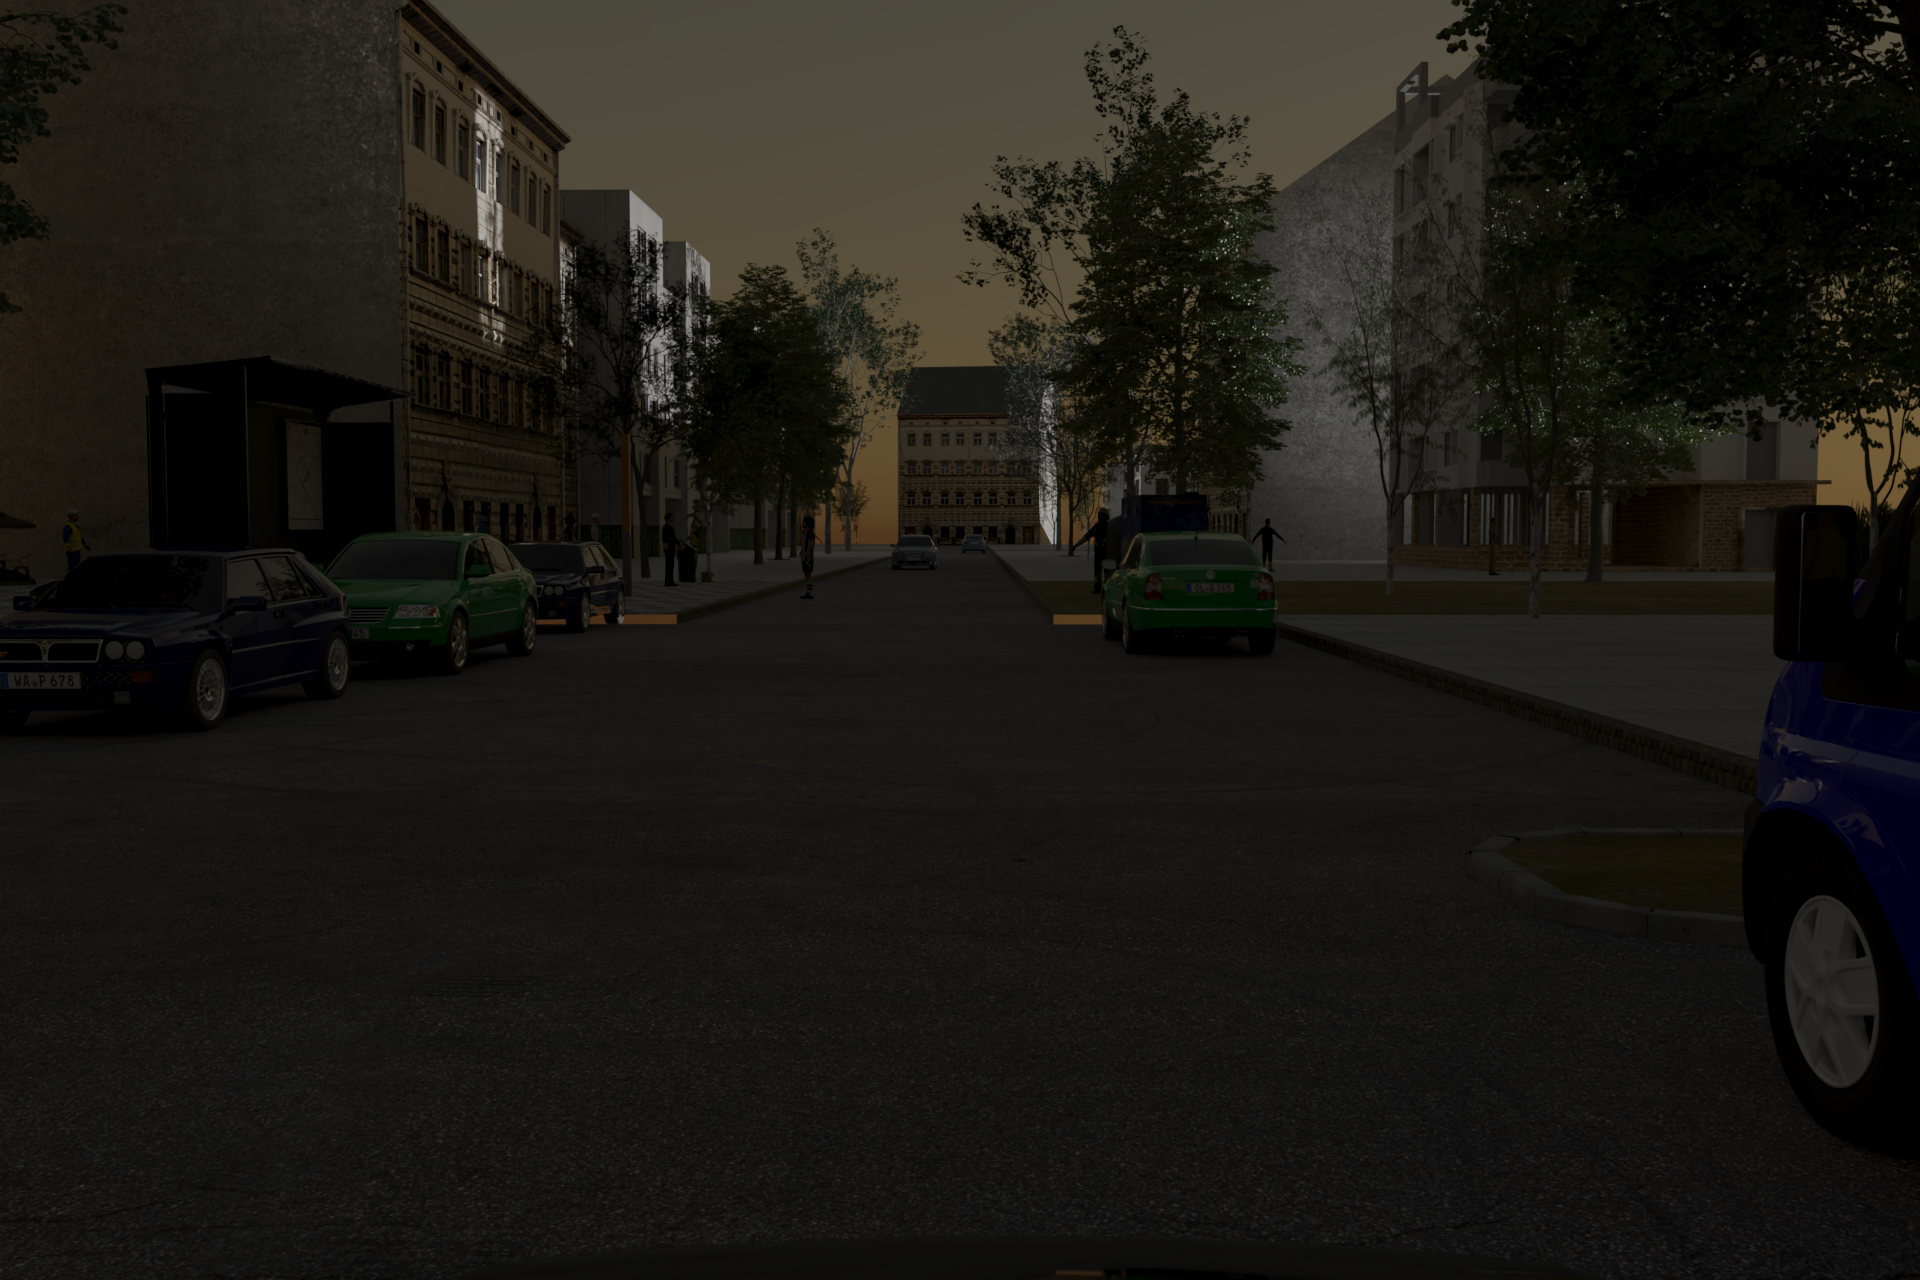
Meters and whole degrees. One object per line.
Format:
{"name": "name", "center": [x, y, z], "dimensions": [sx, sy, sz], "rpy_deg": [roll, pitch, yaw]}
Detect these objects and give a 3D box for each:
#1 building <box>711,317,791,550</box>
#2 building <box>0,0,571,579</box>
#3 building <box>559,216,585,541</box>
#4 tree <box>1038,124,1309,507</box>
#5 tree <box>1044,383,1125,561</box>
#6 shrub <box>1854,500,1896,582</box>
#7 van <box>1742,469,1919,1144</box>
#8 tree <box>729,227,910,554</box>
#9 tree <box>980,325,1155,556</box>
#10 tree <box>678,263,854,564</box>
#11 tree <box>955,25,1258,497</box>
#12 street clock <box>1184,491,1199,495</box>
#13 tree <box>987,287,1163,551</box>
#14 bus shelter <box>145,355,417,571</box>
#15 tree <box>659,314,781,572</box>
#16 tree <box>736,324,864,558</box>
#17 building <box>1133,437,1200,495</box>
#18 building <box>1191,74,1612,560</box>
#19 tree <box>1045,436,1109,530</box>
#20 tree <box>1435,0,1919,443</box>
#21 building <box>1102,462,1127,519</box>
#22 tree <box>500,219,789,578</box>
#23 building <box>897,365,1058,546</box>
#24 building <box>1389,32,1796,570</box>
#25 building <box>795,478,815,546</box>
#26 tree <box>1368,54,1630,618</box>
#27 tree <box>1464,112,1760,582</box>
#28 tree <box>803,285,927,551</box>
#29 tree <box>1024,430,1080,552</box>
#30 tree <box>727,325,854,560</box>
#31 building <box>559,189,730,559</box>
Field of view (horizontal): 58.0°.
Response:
{"name": "building", "center": [-24.966, -17.769, 156.979], "dimensions": [16.747, 18.905, 31.486], "rpy_deg": [0, 4, 1]}
{"name": "building", "center": [-24.696, -13.853, 57.433], "dimensions": [19.493, 23.208, 18.063], "rpy_deg": [0, 4, 1]}
{"name": "building", "center": [-28.819, -15.172, 78.990], "dimensions": [19.493, 23.208, 18.063], "rpy_deg": [0, 4, 1]}
{"name": "tree", "center": [6.041, -8.012, 49.125], "dimensions": [7.486, 12.596, 7.792], "rpy_deg": [0, 3, 0]}
{"name": "tree", "center": [6.309, -8.141, 83.471], "dimensions": [4.360, 8.622, 3.978], "rpy_deg": [0, 3, 0]}
{"name": "shrub", "center": [19.202, -1.929, 35.953], "dimensions": [1.690, 2.028, 1.600], "rpy_deg": [0, 3, 0]}
{"name": "van", "center": [2.972, 0.125, 2.335], "dimensions": [2.240, 2.365, 5.245], "rpy_deg": [0, 4, -1]}
{"name": "tree", "center": [-9.401, -15.541, 109.992], "dimensions": [12.611, 20.169, 13.585], "rpy_deg": [0, 3, 0]}
{"name": "tree", "center": [6.492, -11.571, 99.563], "dimensions": [12.009, 13.543, 11.850], "rpy_deg": [0, 3, 0]}
{"name": "tree", "center": [-8.258, -9.450, 72.630], "dimensions": [7.486, 12.596, 7.792], "rpy_deg": [0, 3, 0]}
{"name": "tree", "center": [5.755, -12.948, 67.596], "dimensions": [12.611, 20.169, 13.585], "rpy_deg": [0, 3, 0]}
{"name": "street clock", "center": [3.935, -1.523, 29.466], "dimensions": [0.358, 2.002, 0.471], "rpy_deg": [0, 4, 1]}
{"name": "tree", "center": [8.733, -16.834, 131.118], "dimensions": [12.611, 20.169, 13.585], "rpy_deg": [0, 3, 0]}
{"name": "bus shelter", "center": [-9.916, -2.118, 25.909], "dimensions": [1.731, 3.624, 6.357], "rpy_deg": [0, 3, 0]}
{"name": "tree", "center": [-8.442, -6.656, 59.186], "dimensions": [4.737, 8.622, 4.395], "rpy_deg": [0, 3, 0]}
{"name": "tree", "center": [-9.100, -10.744, 93.788], "dimensions": [7.486, 12.596, 7.792], "rpy_deg": [0, 3, 0]}
{"name": "building", "center": [21.434, -13.536, 163.466], "dimensions": [9.099, 9.664, 28.070], "rpy_deg": [0, 4, 1]}
{"name": "building", "center": [23.248, -15.993, 92.413], "dimensions": [19.493, 23.208, 18.063], "rpy_deg": [0, 3, 0]}
{"name": "tree", "center": [6.956, -9.859, 111.556], "dimensions": [4.360, 8.622, 3.978], "rpy_deg": [0, 3, 0]}
{"name": "tree", "center": [9.031, -6.652, 15.421], "dimensions": [9.857, 13.997, 8.962], "rpy_deg": [0, 3, 0]}
{"name": "building", "center": [21.923, -15.833, 201.010], "dimensions": [9.099, 9.664, 28.070], "rpy_deg": [0, 4, 1]}
{"name": "tree", "center": [-9.268, -7.124, 50.893], "dimensions": [8.767, 10.594, 7.601], "rpy_deg": [-1, 4, -10]}
{"name": "building", "center": [2.624, -23.951, 224.982], "dimensions": [18.063, 23.208, 19.493], "rpy_deg": [1, 4, 10]}
{"name": "building", "center": [23.117, -13.118, 70.907], "dimensions": [16.016, 20.090, 11.380], "rpy_deg": [0, 4, 1]}
{"name": "building", "center": [-26.184, -21.978, 190.276], "dimensions": [19.493, 23.208, 18.063], "rpy_deg": [0, 4, 1]}
{"name": "tree", "center": [9.017, -4.649, 26.370], "dimensions": [4.360, 8.622, 3.978], "rpy_deg": [0, 3, 0]}
{"name": "tree", "center": [17.133, -7.827, 46.102], "dimensions": [7.486, 12.596, 7.792], "rpy_deg": [0, 3, 0]}
{"name": "tree", "center": [-8.397, -16.789, 130.390], "dimensions": [12.611, 20.169, 13.585], "rpy_deg": [0, 3, 0]}
{"name": "tree", "center": [6.571, -10.397, 120.351], "dimensions": [4.360, 8.622, 3.978], "rpy_deg": [0, 3, 0]}
{"name": "tree", "center": [-8.791, -9.741, 85.013], "dimensions": [9.928, 11.665, 9.643], "rpy_deg": [0, 3, 0]}
{"name": "building", "center": [-24.873, -14.598, 105.132], "dimensions": [16.747, 18.905, 31.486], "rpy_deg": [0, 4, 1]}
